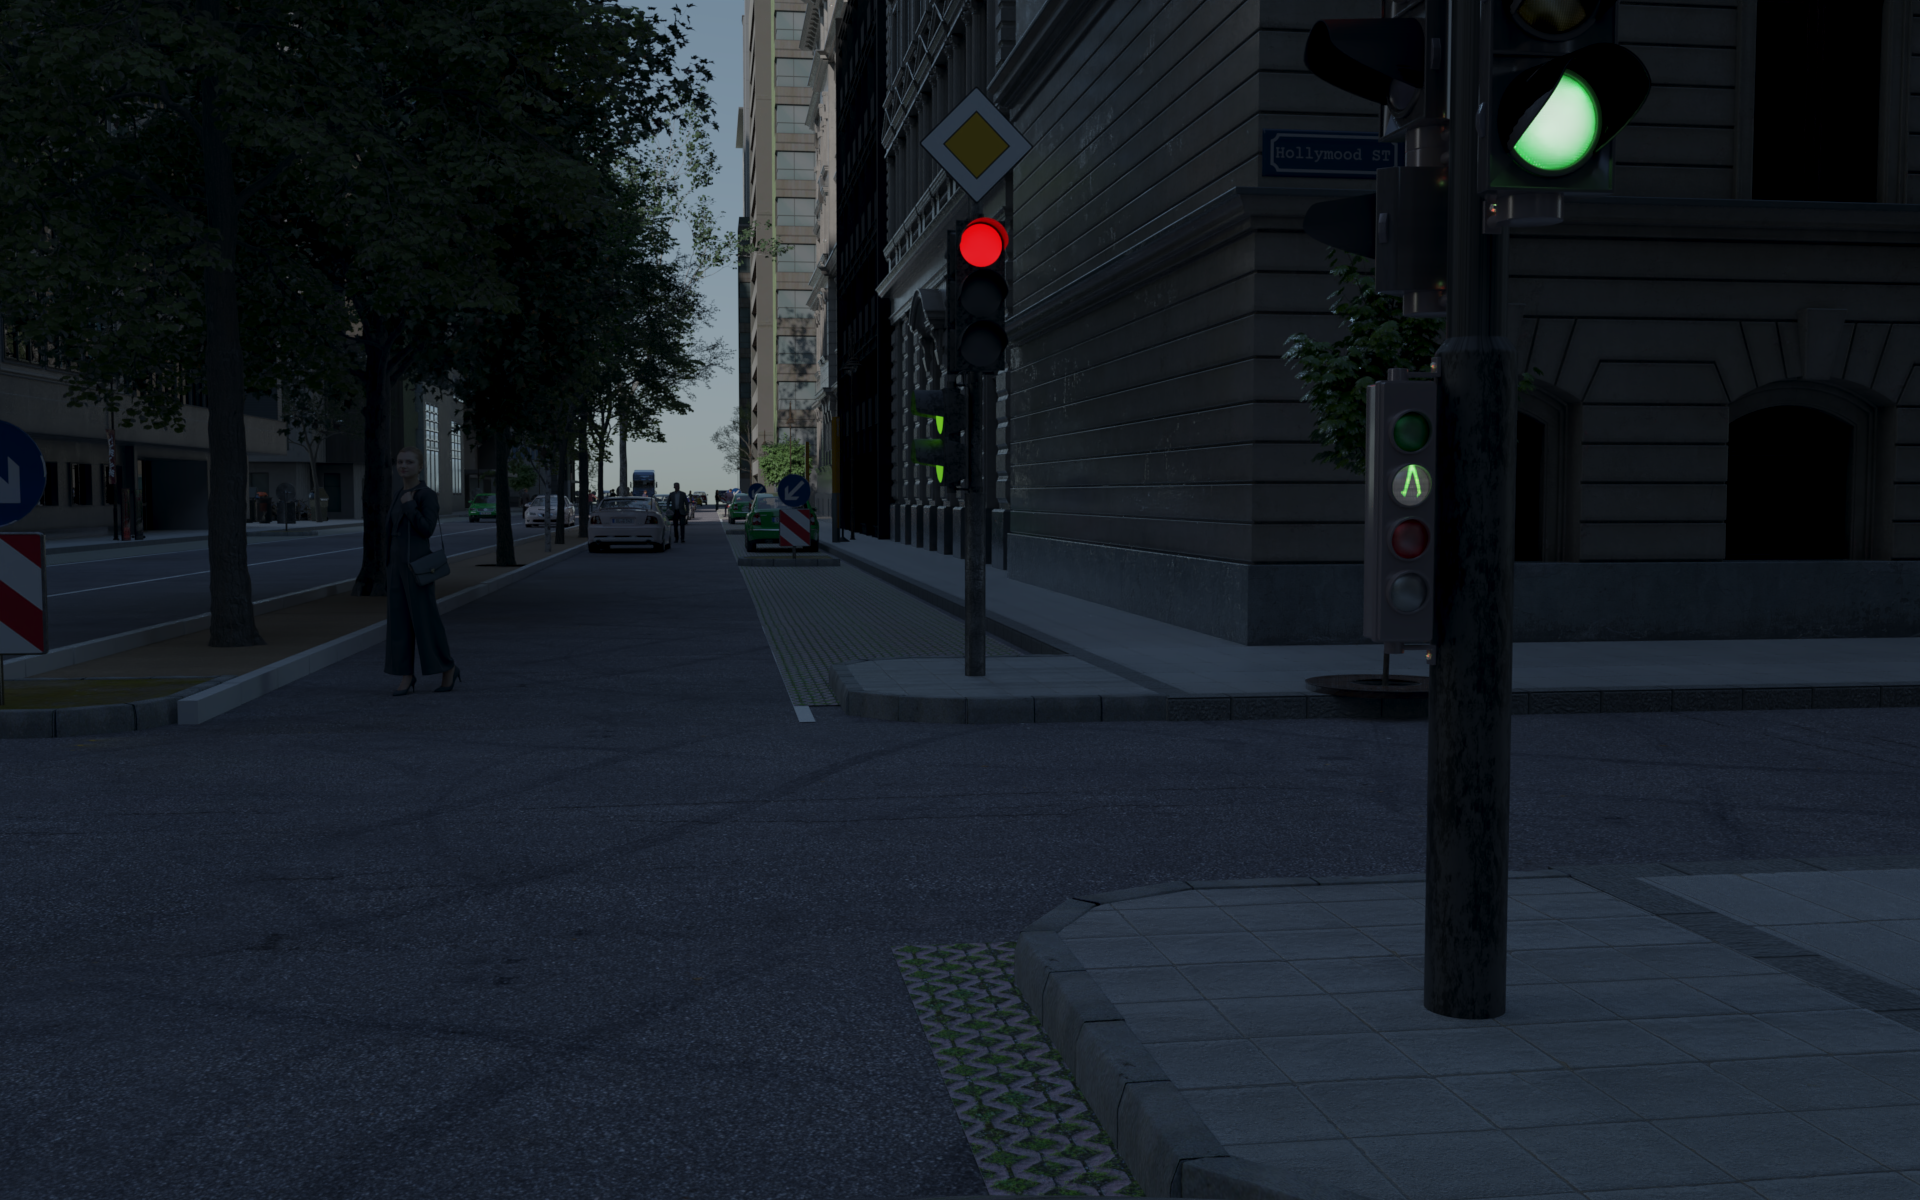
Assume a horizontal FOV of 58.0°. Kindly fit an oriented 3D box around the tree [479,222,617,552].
[{"bbox_3d":[-10.192,-5.486,42.514,4.737,8.622,4.395,0,3,0],"label":"tree"}]

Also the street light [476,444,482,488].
[{"bbox_3d":[-34.406,-9.231,123.720,0.468,5.910,1.993,-1,4,-8],"label":"street light"}]

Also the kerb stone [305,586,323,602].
[{"bbox_3d":[-8.703,-0.050,23.080,0.120,0.150,1.000,-1,4,-8],"label":"kerb stone"}]

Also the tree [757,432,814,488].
[{"bbox_3d":[-9.197,-6.605,91.704,4.285,4.588,4.351,0,3,0],"label":"tree"}]

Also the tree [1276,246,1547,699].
[{"bbox_3d":[2.924,-1.018,11.239,1.663,3.219,1.824,0,3,0],"label":"tree"}]

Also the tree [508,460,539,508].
[{"bbox_3d":[-40.388,-10.743,159.363,4.285,4.588,4.351,0,3,0],"label":"tree"}]

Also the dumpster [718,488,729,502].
[{"bbox_3d":[-33.087,-14.454,241.271,1.985,2.255,1.502,0,4,-8],"label":"dumpster"}]

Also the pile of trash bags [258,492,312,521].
[{"bbox_3d":[-32.276,-4.426,82.115,1.912,1.369,3.447,1,4,9],"label":"pile of trash bags"}]

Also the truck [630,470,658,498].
[{"bbox_3d":[-35.787,-12.708,197.532,2.967,4.110,18.799,-1,4,-8],"label":"truck"}]

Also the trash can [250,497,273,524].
[{"bbox_3d":[-30.255,-3.894,75.317,0.748,1.137,0.748,0,3,0],"label":"trash can"}]

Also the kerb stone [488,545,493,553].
[{"bbox_3d":[-11.349,-1.174,41.383,0.120,0.150,1.000,-1,4,-8],"label":"kerb stone"}]

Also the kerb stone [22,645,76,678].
[{"bbox_3d":[-7.386,0.505,13.942,0.120,0.150,1.000,-1,4,-8],"label":"kerb stone"}]

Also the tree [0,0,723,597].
[{"bbox_3d":[-8.160,-6.394,24.000,9.611,12.733,9.660,0,3,0],"label":"tree"}]

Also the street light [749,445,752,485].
[{"bbox_3d":[-19.535,-11.559,161.771,0.468,5.910,1.993,-1,4,-8],"label":"street light"}]

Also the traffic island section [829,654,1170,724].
[{"bbox_3d":[0.130,0.614,12.250,2.009,0.180,2.903,-1,4,-8],"label":"traffic island section"}]

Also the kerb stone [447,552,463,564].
[{"bbox_3d":[-10.607,-0.862,36.297,0.120,0.150,1.000,-1,4,-8],"label":"kerb stone"}]

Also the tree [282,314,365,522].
[{"bbox_3d":[-29.216,-8.792,78.160,7.601,10.594,8.767,2,4,35],"label":"tree"}]

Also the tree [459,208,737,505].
[{"bbox_3d":[-13.725,-9.357,65.817,12.009,13.543,11.850,0,3,0],"label":"tree"}]

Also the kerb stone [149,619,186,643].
[{"bbox_3d":[-7.828,0.319,16.984,0.120,0.150,1.000,-1,4,-8],"label":"kerb stone"}]

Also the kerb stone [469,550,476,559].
[{"bbox_3d":[-10.906,-0.988,38.343,0.120,0.150,1.000,-1,4,-8],"label":"kerb stone"}]

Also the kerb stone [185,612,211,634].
[{"bbox_3d":[-7.970,0.261,18.007,0.120,0.150,1.000,-1,4,-8],"label":"kerb stone"}]

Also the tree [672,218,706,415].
[{"bbox_3d":[-12.170,-8.291,56.139,7.486,12.596,7.792,0,3,0],"label":"tree"}]

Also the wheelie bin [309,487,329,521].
[{"bbox_3d":[-30.083,-4.482,81.187,0.693,1.594,0.980,1,4,21],"label":"wheelie bin"}]

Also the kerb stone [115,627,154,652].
[{"bbox_3d":[-7.680,0.382,15.973,0.120,0.150,1.000,-1,4,-8],"label":"kerb stone"}]

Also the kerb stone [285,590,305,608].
[{"bbox_3d":[-8.557,0.008,22.068,0.120,0.150,1.000,-1,4,-8],"label":"kerb stone"}]

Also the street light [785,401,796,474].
[{"bbox_3d":[-8.426,-6.932,86.130,0.468,5.910,1.993,-1,4,-8],"label":"street light"}]

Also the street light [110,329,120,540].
[{"bbox_3d":[-23.480,-4.601,48.012,0.468,5.910,1.993,-1,4,-8],"label":"street light"}]

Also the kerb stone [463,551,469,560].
[{"bbox_3d":[-10.757,-0.925,37.315,0.120,0.150,1.000,-1,4,-8],"label":"kerb stone"}]

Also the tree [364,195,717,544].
[{"bbox_3d":[-11.362,-6.834,48.608,8.767,10.594,7.601,-1,4,-8],"label":"tree"}]

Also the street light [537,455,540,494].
[{"bbox_3d":[-40.769,-11.930,167.835,0.468,5.910,1.993,-1,4,-8],"label":"street light"}]

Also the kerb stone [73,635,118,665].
[{"bbox_3d":[-7.529,0.442,14.962,0.120,0.150,1.000,-1,4,-8],"label":"kerb stone"}]

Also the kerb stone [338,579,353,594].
[{"bbox_3d":[-8.999,-0.178,25.113,0.120,0.150,1.000,-1,4,-8],"label":"kerb stone"}]

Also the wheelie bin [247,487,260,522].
[{"bbox_3d":[-32.181,-4.319,78.521,0.980,1.594,0.693,0,4,-3],"label":"wheelie bin"}]

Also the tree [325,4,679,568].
[{"bbox_3d":[-9.070,-6.461,33.855,9.928,11.665,9.643,0,3,0],"label":"tree"}]

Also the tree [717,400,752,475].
[{"bbox_3d":[-20.071,-14.429,170.332,8.767,10.594,7.601,-2,4,-28],"label":"tree"}]

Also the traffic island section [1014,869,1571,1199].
[{"bbox_3d":[1.271,1.097,4.346,2.009,0.180,2.903,-1,4,-8],"label":"traffic island section"}]

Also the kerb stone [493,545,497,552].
[{"bbox_3d":[-11.493,-1.235,42.395,0.120,0.150,1.000,-1,4,-8],"label":"kerb stone"}]

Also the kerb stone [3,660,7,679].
[{"bbox_3d":[-7.239,0.567,12.931,0.120,0.150,1.000,-1,4,-8],"label":"kerb stone"}]

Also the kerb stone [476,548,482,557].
[{"bbox_3d":[-11.056,-1.049,39.354,0.120,0.150,1.000,-1,4,-8],"label":"kerb stone"}]

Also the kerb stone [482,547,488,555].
[{"bbox_3d":[-11.199,-1.108,40.373,0.120,0.150,1.000,-1,4,-8],"label":"kerb stone"}]

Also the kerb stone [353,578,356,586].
[{"bbox_3d":[-9.152,-0.238,26.130,0.120,0.150,1.000,-1,4,-8],"label":"kerb stone"}]

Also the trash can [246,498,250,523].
[{"bbox_3d":[-31.495,-3.967,76.518,0.748,1.137,0.748,0,3,0],"label":"trash can"}]

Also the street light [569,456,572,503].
[{"bbox_3d":[-46.299,-14.259,205.928,0.468,5.910,1.993,-1,4,-8],"label":"street light"}]

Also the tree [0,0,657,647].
[{"bbox_3d":[-6.664,-5.805,15.498,7.486,12.596,7.792,0,3,0],"label":"tree"}]

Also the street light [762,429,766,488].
[{"bbox_3d":[-13.974,-9.252,124.057,0.468,5.910,1.993,-1,4,-8],"label":"street light"}]

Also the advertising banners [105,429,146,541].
[{"bbox_3d":[-22.848,-3.132,47.403,0.090,3.025,2.074,0,4,0],"label":"advertising banners"}]

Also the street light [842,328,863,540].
[{"bbox_3d":[-3.010,-4.624,48.396,0.468,5.910,1.993,-1,4,-8],"label":"street light"}]

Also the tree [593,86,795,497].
[{"bbox_3d":[-14.246,-13.495,78.996,12.611,20.169,13.585,0,3,0],"label":"tree"}]

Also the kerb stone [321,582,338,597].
[{"bbox_3d":[-8.856,-0.116,24.095,0.120,0.150,1.000,-1,4,-8],"label":"kerb stone"}]

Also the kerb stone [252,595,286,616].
[{"bbox_3d":[-8.414,0.072,21.048,0.120,0.150,1.000,-1,4,-8],"label":"kerb stone"}]
